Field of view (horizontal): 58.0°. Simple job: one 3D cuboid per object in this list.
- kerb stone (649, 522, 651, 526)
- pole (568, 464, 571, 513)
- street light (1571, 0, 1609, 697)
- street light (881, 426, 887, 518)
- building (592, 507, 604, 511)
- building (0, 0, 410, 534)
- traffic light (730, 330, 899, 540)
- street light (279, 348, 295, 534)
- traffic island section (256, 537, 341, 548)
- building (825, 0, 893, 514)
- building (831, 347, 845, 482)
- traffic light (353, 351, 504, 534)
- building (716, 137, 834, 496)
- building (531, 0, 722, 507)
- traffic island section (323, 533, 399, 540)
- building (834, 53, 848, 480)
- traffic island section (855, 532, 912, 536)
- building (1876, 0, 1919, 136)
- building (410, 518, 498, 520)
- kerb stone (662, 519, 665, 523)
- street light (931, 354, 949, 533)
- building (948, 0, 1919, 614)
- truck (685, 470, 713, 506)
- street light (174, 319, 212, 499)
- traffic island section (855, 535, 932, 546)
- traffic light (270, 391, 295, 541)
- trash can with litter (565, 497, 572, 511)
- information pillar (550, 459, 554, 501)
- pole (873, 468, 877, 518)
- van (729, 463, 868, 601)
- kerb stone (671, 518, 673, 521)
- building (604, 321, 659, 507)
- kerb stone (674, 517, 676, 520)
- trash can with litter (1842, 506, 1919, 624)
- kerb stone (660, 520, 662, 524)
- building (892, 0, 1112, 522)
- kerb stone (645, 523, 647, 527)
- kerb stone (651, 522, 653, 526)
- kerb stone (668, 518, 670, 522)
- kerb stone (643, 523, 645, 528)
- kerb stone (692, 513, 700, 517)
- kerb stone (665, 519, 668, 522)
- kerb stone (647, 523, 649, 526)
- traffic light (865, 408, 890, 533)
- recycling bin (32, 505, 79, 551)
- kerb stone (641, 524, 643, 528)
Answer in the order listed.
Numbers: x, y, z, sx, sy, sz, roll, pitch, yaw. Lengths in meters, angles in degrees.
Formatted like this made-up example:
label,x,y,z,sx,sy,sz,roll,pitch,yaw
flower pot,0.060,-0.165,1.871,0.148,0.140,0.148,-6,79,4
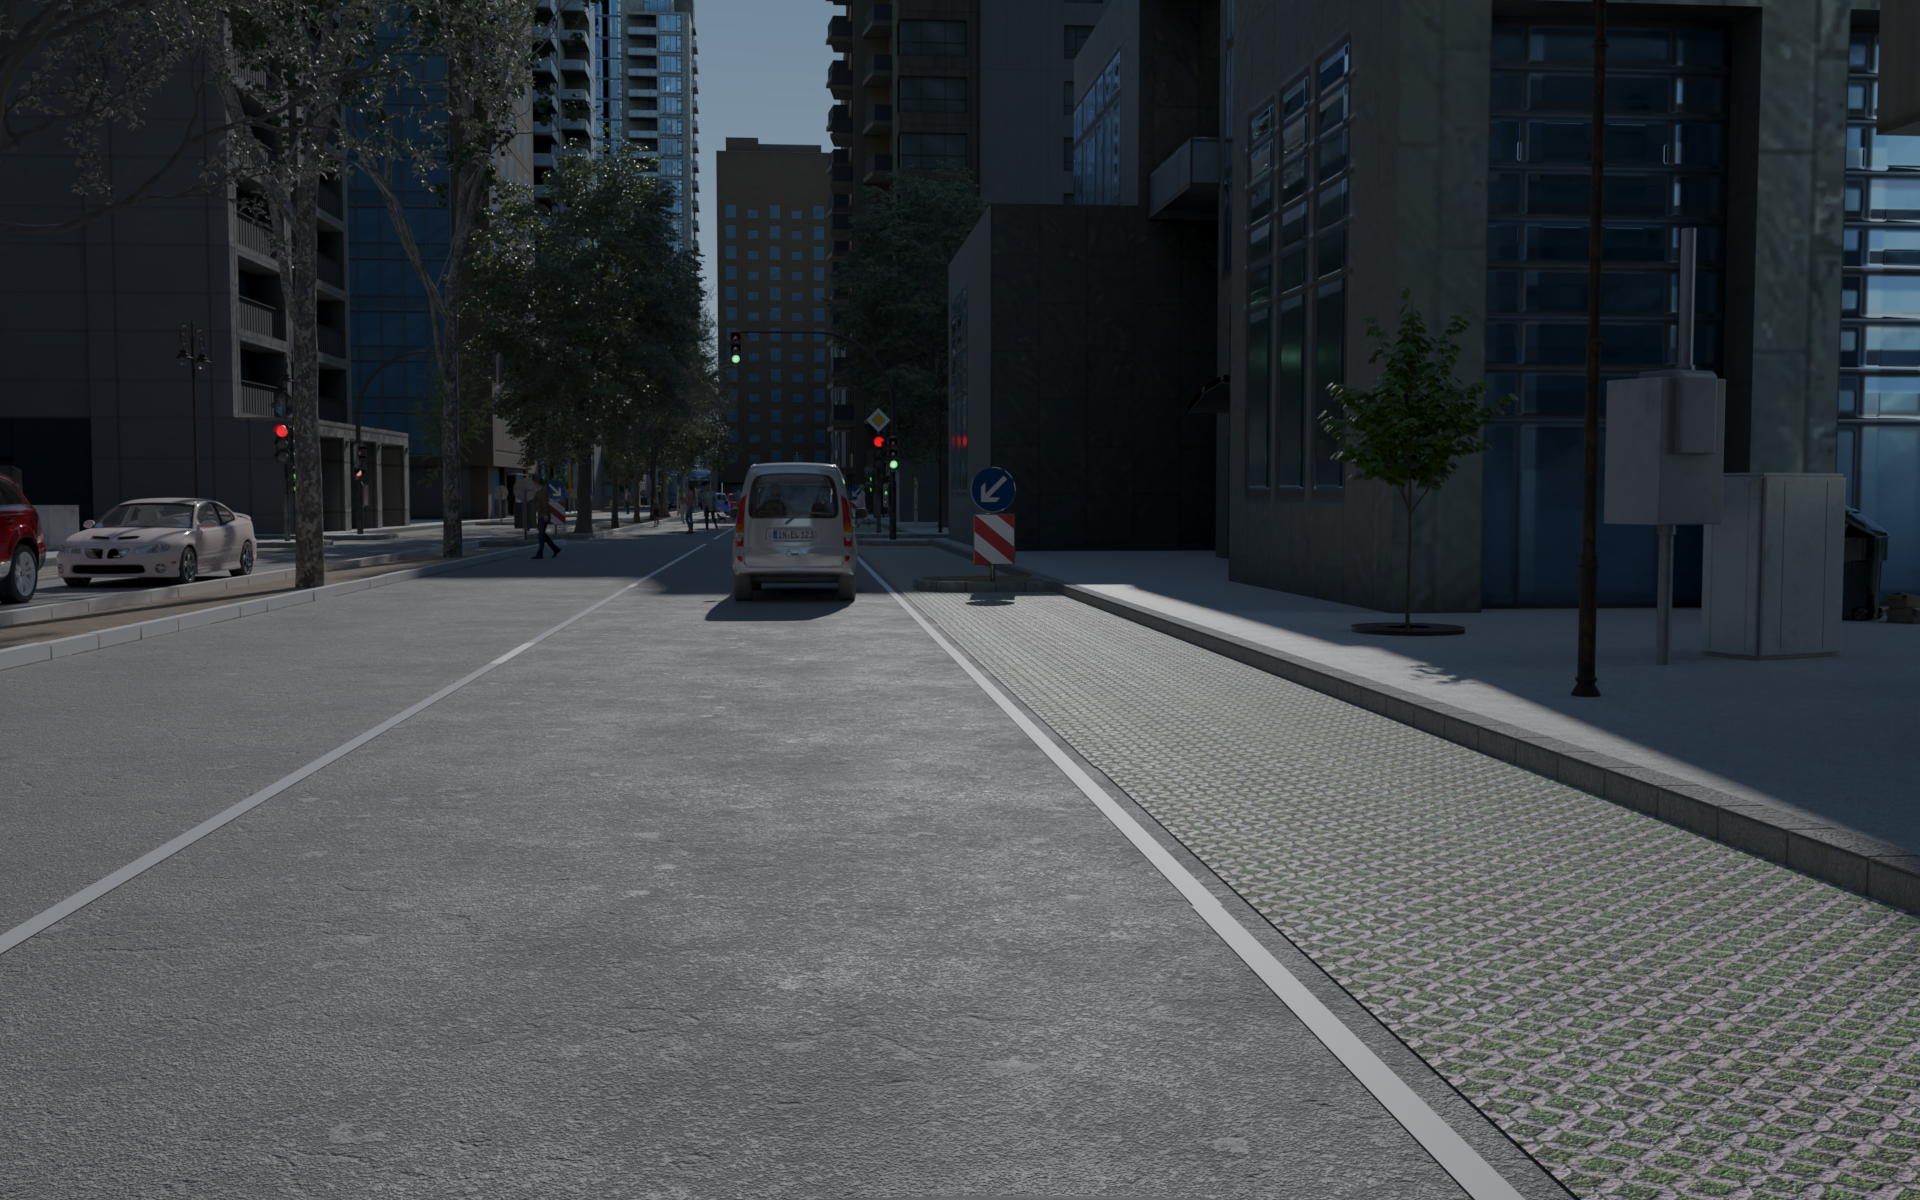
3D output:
label,x,y,z,sx,sy,sz,roll,pitch,yaw
kerb stone,-13.816,-3.308,76.278,0.120,0.150,1.000,0,4,-5
pole,-26.797,-7.646,118.853,0.158,3.312,0.155,0,3,0
street light,3.983,-2.328,10.844,0.468,5.910,1.993,0,4,-5
street light,-4.152,-7.401,93.801,0.468,5.910,1.993,0,4,-5
building,-40.727,-50.736,142.209,22.319,86.520,31.000,0,4,-5
building,-32.010,-38.183,62.541,20.563,71.187,20.611,0,4,-5
traffic light,-3.989,-4.503,48.296,4.771,5.953,1.251,0,4,-5
street light,-21.158,-5.031,55.045,0.468,5.910,1.993,0,4,-5
traffic island section,-18.340,-1.523,47.182,2.009,0.180,2.903,0,4,-5
building,2.142,-28.312,117.527,22.147,44.769,28.867,0,4,-5
building,-0.316,-21.373,194.493,27.650,21.520,28.899,0,4,-5
traffic light,-16.990,-4.928,55.234,4.771,5.953,1.251,0,4,-5
building,-23.471,-34.915,220.974,14.200,45.320,14.600,0,4,-5
building,-46.549,-55.586,221.496,31.000,86.520,22.319,0,4,-5
traffic island section,-19.105,-2.009,55.131,2.009,0.180,2.903,0,4,-5
building,-4.677,-31.901,171.684,14.600,45.320,14.200,0,4,-5
traffic island section,-2.639,-2.105,56.703,2.009,0.180,2.903,0,4,-5
building,10.708,-19.525,2.833,14.154,41.232,14.086,0,4,-5
building,-30.902,-27.021,91.903,14.600,45.320,14.200,0,4,-5
kerb stone,-14.602,-3.808,84.451,0.120,0.150,1.000,0,4,-5
street light,-0.652,-5.169,57.306,0.468,5.910,1.993,0,4,-5
building,12.265,-44.009,32.225,22.319,86.520,31.000,0,4,-5
truck,-29.501,-12.692,197.264,2.967,4.110,18.799,0,4,-7
street light,-20.258,-4.469,45.862,0.468,5.910,1.993,0,4,-5
traffic island section,-1.874,-1.619,48.755,2.009,0.180,2.903,0,4,-5
traffic light,-18.300,-3.555,47.051,0.839,4.253,0.868,0,4,-5
trash can with litter,-29.192,-7.144,128.198,1.055,1.170,0.624,-1,4,-17
information pillar,-25.832,-7.233,109.617,0.183,3.616,0.504,0,4,7
pole,-4.498,-6.002,91.977,0.158,3.312,0.155,0,3,0
van,-2.311,-1.078,24.633,2.013,2.044,4.112,0,4,-4
kerb stone,-15.081,-4.120,89.559,0.120,0.150,1.000,0,4,-5
building,-48.881,-21.105,190.098,28.899,21.520,27.650,0,4,-5
kerb stone,-15.275,-4.241,91.616,0.120,0.150,1.000,0,4,-5
trash can with litter,9.319,-0.375,17.513,0.624,1.170,1.055,-3,5,-39
kerb stone,-14.400,-3.683,82.407,0.120,0.150,1.000,0,4,-5
building,3.558,-19.219,85.939,14.160,30.474,14.107,0,4,-5
kerb stone,-13.614,-3.183,74.238,0.120,0.150,1.000,0,4,-5
kerb stone,-13.903,-3.371,77.306,0.120,0.150,1.000,0,4,-5
kerb stone,-14.888,-3.995,87.521,0.120,0.150,1.000,0,4,-5
kerb stone,-13.519,-3.120,73.214,0.120,0.150,1.000,0,4,-5
kerb stone,-17.536,-5.674,115.102,0.120,0.150,1.000,0,4,-5
kerb stone,-14.790,-3.930,86.498,0.120,0.150,1.000,0,4,-5
kerb stone,-13.710,-3.245,75.256,0.120,0.150,1.000,0,4,-5
traffic light,-2.679,-4.139,56.585,0.839,4.253,0.868,0,4,-5
recycling bin,-20.589,-1.644,39.427,0.722,1.027,0.722,2,4,29
kerb stone,-13.420,-3.049,72.187,0.120,0.150,1.000,0,4,-5
